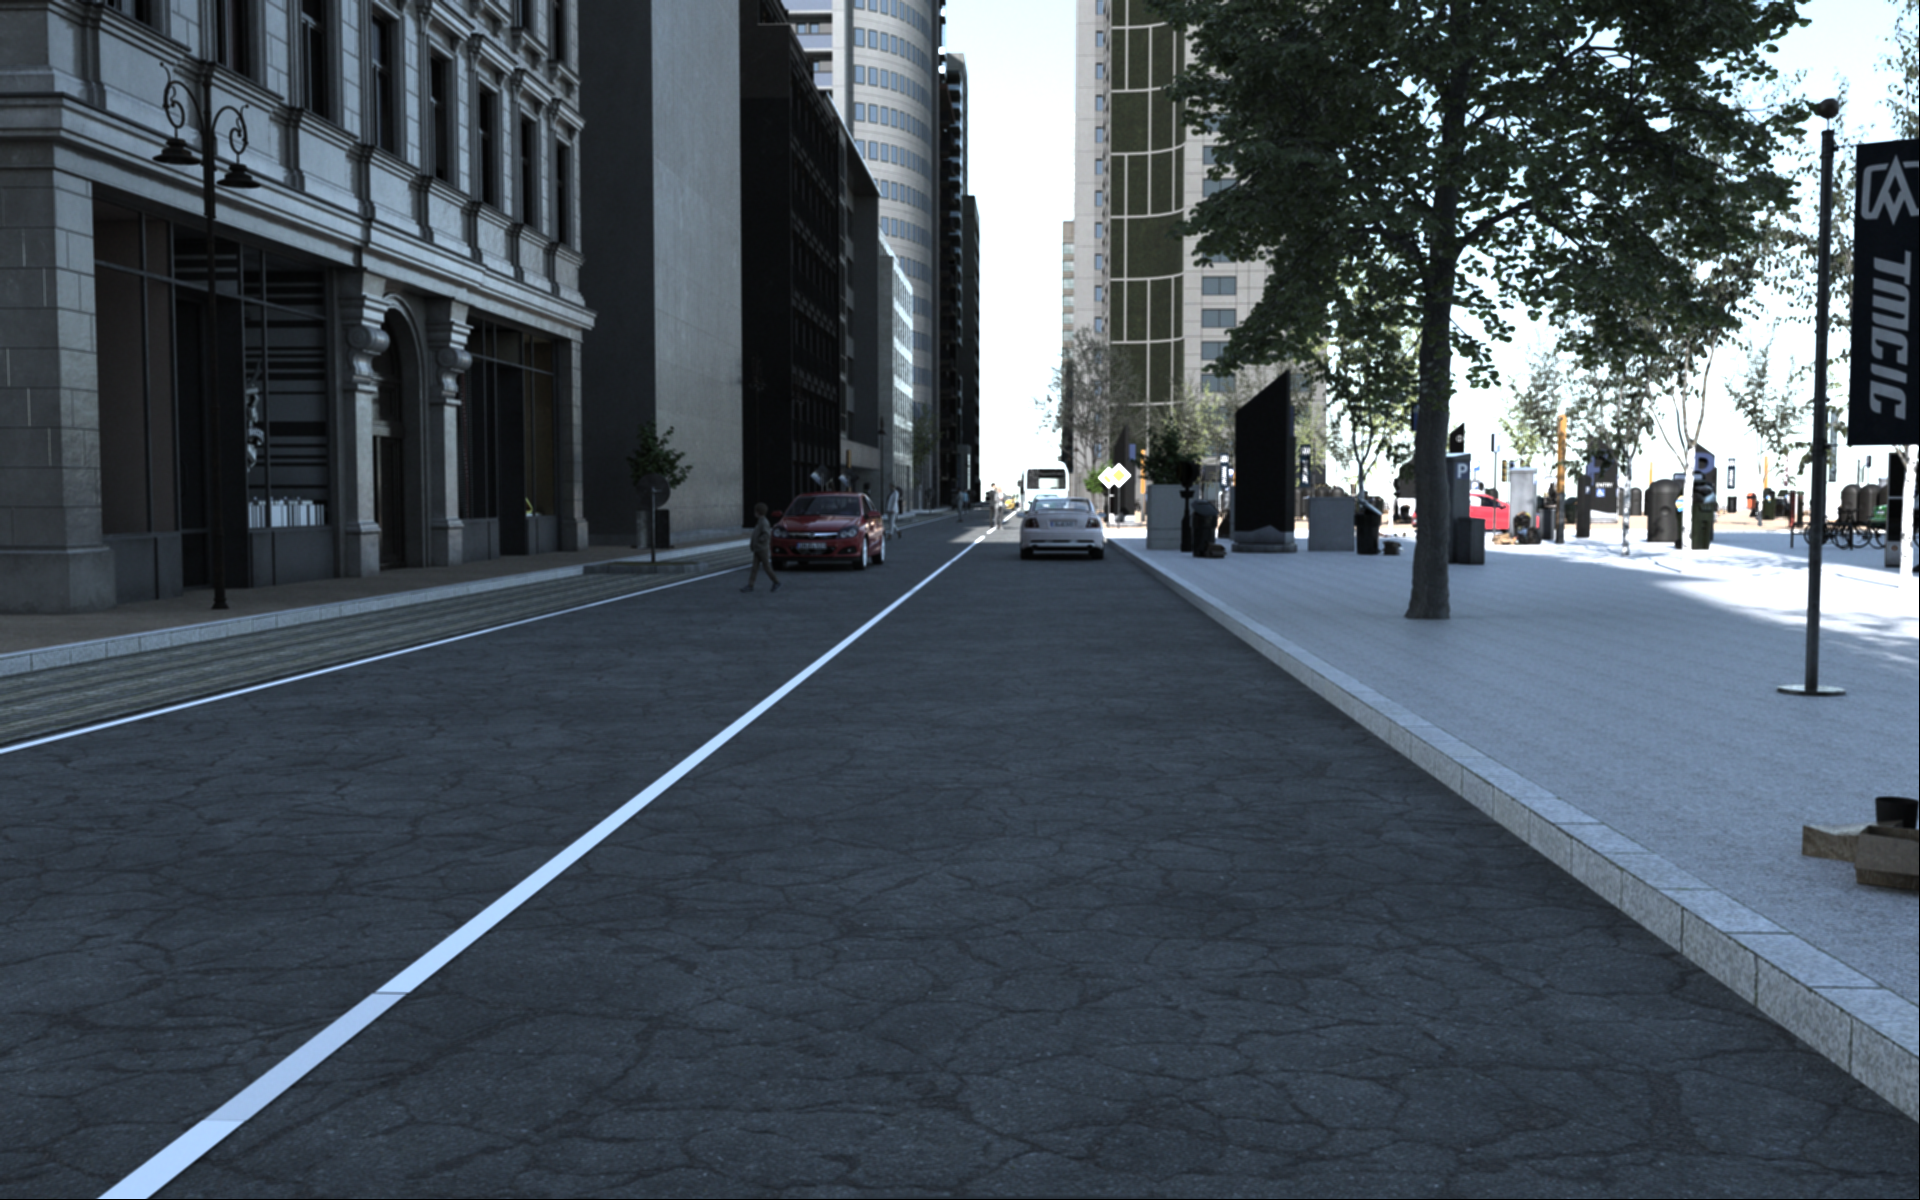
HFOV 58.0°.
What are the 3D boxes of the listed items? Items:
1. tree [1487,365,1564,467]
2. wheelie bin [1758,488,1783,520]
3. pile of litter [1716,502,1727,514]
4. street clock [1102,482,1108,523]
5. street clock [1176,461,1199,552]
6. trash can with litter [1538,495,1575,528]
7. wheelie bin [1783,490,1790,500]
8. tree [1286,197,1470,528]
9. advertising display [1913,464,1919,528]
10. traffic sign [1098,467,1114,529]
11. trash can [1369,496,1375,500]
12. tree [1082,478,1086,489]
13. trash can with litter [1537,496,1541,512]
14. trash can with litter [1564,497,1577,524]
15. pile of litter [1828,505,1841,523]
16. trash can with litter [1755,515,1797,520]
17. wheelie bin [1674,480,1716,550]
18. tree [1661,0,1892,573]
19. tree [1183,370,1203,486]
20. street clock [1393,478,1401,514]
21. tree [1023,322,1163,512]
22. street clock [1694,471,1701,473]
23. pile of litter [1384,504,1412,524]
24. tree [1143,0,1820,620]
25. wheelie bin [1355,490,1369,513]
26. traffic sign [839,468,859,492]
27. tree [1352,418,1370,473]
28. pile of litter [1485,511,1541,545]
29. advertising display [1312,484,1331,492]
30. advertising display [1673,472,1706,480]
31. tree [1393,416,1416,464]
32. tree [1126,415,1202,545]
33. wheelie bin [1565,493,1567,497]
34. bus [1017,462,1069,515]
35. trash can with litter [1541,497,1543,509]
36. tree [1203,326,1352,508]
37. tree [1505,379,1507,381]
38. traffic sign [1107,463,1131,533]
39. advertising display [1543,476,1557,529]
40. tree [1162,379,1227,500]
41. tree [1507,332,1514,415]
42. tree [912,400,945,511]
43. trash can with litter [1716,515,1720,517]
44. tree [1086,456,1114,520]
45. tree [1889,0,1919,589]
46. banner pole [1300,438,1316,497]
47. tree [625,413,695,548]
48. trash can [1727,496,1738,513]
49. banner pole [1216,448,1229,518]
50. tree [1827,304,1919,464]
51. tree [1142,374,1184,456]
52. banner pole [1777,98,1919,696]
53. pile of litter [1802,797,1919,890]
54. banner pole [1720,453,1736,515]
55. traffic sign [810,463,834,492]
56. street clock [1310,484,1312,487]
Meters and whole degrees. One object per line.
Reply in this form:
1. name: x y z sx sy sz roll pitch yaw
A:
1. tree: 32.434 -9.124 99.539 4.737 8.622 4.395 0 3 0
2. wheelie bin: 39.554 -4.704 84.812 0.693 1.594 0.980 0 4 -1
3. pile of litter: 50.174 -6.151 114.533 1.719 0.858 1.176 -1 4 -16
4. street clock: 6.595 -4.497 78.098 0.358 2.002 0.471 -1 4 -17
5. street clock: 5.029 -2.067 38.370 0.471 2.002 0.358 3 5 44
6. trash can with litter: 22.407 -3.390 66.482 2.233 1.210 1.678 2 4 27
7. wheelie bin: 57.448 -6.908 120.847 0.693 1.594 0.980 -2 4 -30
8. tree: 9.773 -5.606 42.016 4.737 8.622 4.395 0 3 0
9. advertising display: 20.410 -1.906 36.373 0.974 1.923 0.123 1 4 20
10. traffic sign: 5.528 -3.714 64.364 0.795 2.450 0.064 0 4 3
11. trash can: 31.913 -7.467 133.732 0.748 1.137 0.748 0 3 0
12. tree: 8.607 -6.735 104.719 1.663 3.219 1.824 0 3 0
13. trash can with litter: 36.409 -5.964 108.904 0.624 1.170 1.055 2 4 32
14. trash can with litter: 25.903 -3.812 73.716 1.055 1.170 0.624 -3 5 -40
15. pile of litter: 38.671 -3.789 75.908 1.176 0.858 1.719 1 4 23
16. trash can with litter: 40.885 -4.642 86.951 1.678 1.210 2.233 -3 4 -38
17. wheelie bin: 16.990 -1.961 39.973 0.980 1.594 0.693 -2 4 -28
18. tree: 11.799 -4.760 28.191 4.360 8.622 3.978 0 3 0
19. tree: 14.930 -8.902 95.917 4.360 8.622 3.978 0 3 0
20. street clock: 19.696 -4.498 78.104 0.358 2.002 0.471 1 4 23
21. tree: 9.521 -13.111 124.727 12.009 13.543 11.850 0 3 0
22. street clock: 22.981 -3.027 54.055 0.471 2.002 0.358 1 4 16
23. pile of litter: 19.392 -3.760 75.440 1.719 0.858 1.176 2 4 33
24. tree: 5.196 -6.095 17.786 7.486 12.596 7.792 0 3 0
25. wheelie bin: 20.947 -5.034 90.221 0.693 1.594 0.980 0 4 6
26. traffic sign: -4.156 -3.742 64.822 0.795 2.450 0.064 0 4 3
27. tree: 26.825 -10.496 121.972 4.360 8.622 3.978 0 3 0
28. pile of litter: 13.999 -1.828 43.857 1.719 0.858 1.176 -1 4 -20
29. advertising display: 22.163 -6.198 106.552 0.974 1.923 0.123 1 4 14
30. advertising display: 21.772 -2.848 51.773 0.123 1.923 0.974 -3 4 -39
31. tree: 35.721 -11.285 134.878 4.360 8.622 3.978 0 3 0
32. tree: 5.164 -2.918 42.307 1.663 3.219 1.824 0 3 0
33. wheelie bin: 44.484 -7.367 128.356 0.980 1.594 0.693 0 4 -1
34. bus: 5.075 -6.822 106.406 2.948 3.499 13.247 0 4 1
35. trash can with litter: 27.636 -4.226 80.476 0.624 1.170 1.055 3 5 41
36. tree: 13.376 -7.511 73.161 4.360 8.622 3.978 0 3 0
37. tree: 23.914 -7.310 69.879 4.360 8.622 3.978 0 3 0
38. traffic sign: 5.165 -3.226 56.387 0.795 2.450 0.064 0 4 3
39. advertising display: 21.669 -3.552 63.292 0.123 1.923 0.974 -1 4 -18
40. tree: 15.120 -9.799 110.571 4.737 8.622 4.395 0 3 0
41. tree: 13.997 -5.245 36.110 4.360 8.622 3.978 0 3 0
42. tree: -3.340 -11.245 134.224 4.737 8.622 4.395 0 3 0
43. trash can with litter: 41.754 -5.261 97.073 2.233 1.210 1.678 -2 4 -25
44. tree: 7.657 -5.666 87.241 1.663 3.219 1.824 0 3 0
45. tree: 12.839 -4.474 23.521 4.360 8.622 3.978 0 3 0
46. banner pole: 15.536 -5.331 77.173 0.863 3.779 0.401 0 4 2
47. tree: -7.349 -2.847 41.155 1.663 3.219 1.824 0 3 0
48. trash can: 52.149 -6.442 116.976 0.748 1.137 0.748 0 3 0
49. banner pole: 14.081 -6.320 93.341 0.863 3.779 0.401 1 4 14
50. tree: 28.639 -6.244 52.459 4.737 8.622 4.395 0 3 0
51. tree: 13.005 -9.325 102.827 4.360 8.622 3.978 0 3 0
52. banner pole: 5.685 -1.279 10.935 0.863 3.779 0.401 2 4 34
53. pile of litter: 3.482 0.513 5.582 1.176 0.858 1.719 0 4 3
54. banner pole: 47.021 -7.094 105.998 0.863 3.779 0.401 3 4 37
55. traffic sign: -4.518 -3.254 56.846 0.795 2.450 0.064 0 4 3
56. street clock: 25.771 -7.446 126.304 0.471 2.002 0.358 -3 4 -37
